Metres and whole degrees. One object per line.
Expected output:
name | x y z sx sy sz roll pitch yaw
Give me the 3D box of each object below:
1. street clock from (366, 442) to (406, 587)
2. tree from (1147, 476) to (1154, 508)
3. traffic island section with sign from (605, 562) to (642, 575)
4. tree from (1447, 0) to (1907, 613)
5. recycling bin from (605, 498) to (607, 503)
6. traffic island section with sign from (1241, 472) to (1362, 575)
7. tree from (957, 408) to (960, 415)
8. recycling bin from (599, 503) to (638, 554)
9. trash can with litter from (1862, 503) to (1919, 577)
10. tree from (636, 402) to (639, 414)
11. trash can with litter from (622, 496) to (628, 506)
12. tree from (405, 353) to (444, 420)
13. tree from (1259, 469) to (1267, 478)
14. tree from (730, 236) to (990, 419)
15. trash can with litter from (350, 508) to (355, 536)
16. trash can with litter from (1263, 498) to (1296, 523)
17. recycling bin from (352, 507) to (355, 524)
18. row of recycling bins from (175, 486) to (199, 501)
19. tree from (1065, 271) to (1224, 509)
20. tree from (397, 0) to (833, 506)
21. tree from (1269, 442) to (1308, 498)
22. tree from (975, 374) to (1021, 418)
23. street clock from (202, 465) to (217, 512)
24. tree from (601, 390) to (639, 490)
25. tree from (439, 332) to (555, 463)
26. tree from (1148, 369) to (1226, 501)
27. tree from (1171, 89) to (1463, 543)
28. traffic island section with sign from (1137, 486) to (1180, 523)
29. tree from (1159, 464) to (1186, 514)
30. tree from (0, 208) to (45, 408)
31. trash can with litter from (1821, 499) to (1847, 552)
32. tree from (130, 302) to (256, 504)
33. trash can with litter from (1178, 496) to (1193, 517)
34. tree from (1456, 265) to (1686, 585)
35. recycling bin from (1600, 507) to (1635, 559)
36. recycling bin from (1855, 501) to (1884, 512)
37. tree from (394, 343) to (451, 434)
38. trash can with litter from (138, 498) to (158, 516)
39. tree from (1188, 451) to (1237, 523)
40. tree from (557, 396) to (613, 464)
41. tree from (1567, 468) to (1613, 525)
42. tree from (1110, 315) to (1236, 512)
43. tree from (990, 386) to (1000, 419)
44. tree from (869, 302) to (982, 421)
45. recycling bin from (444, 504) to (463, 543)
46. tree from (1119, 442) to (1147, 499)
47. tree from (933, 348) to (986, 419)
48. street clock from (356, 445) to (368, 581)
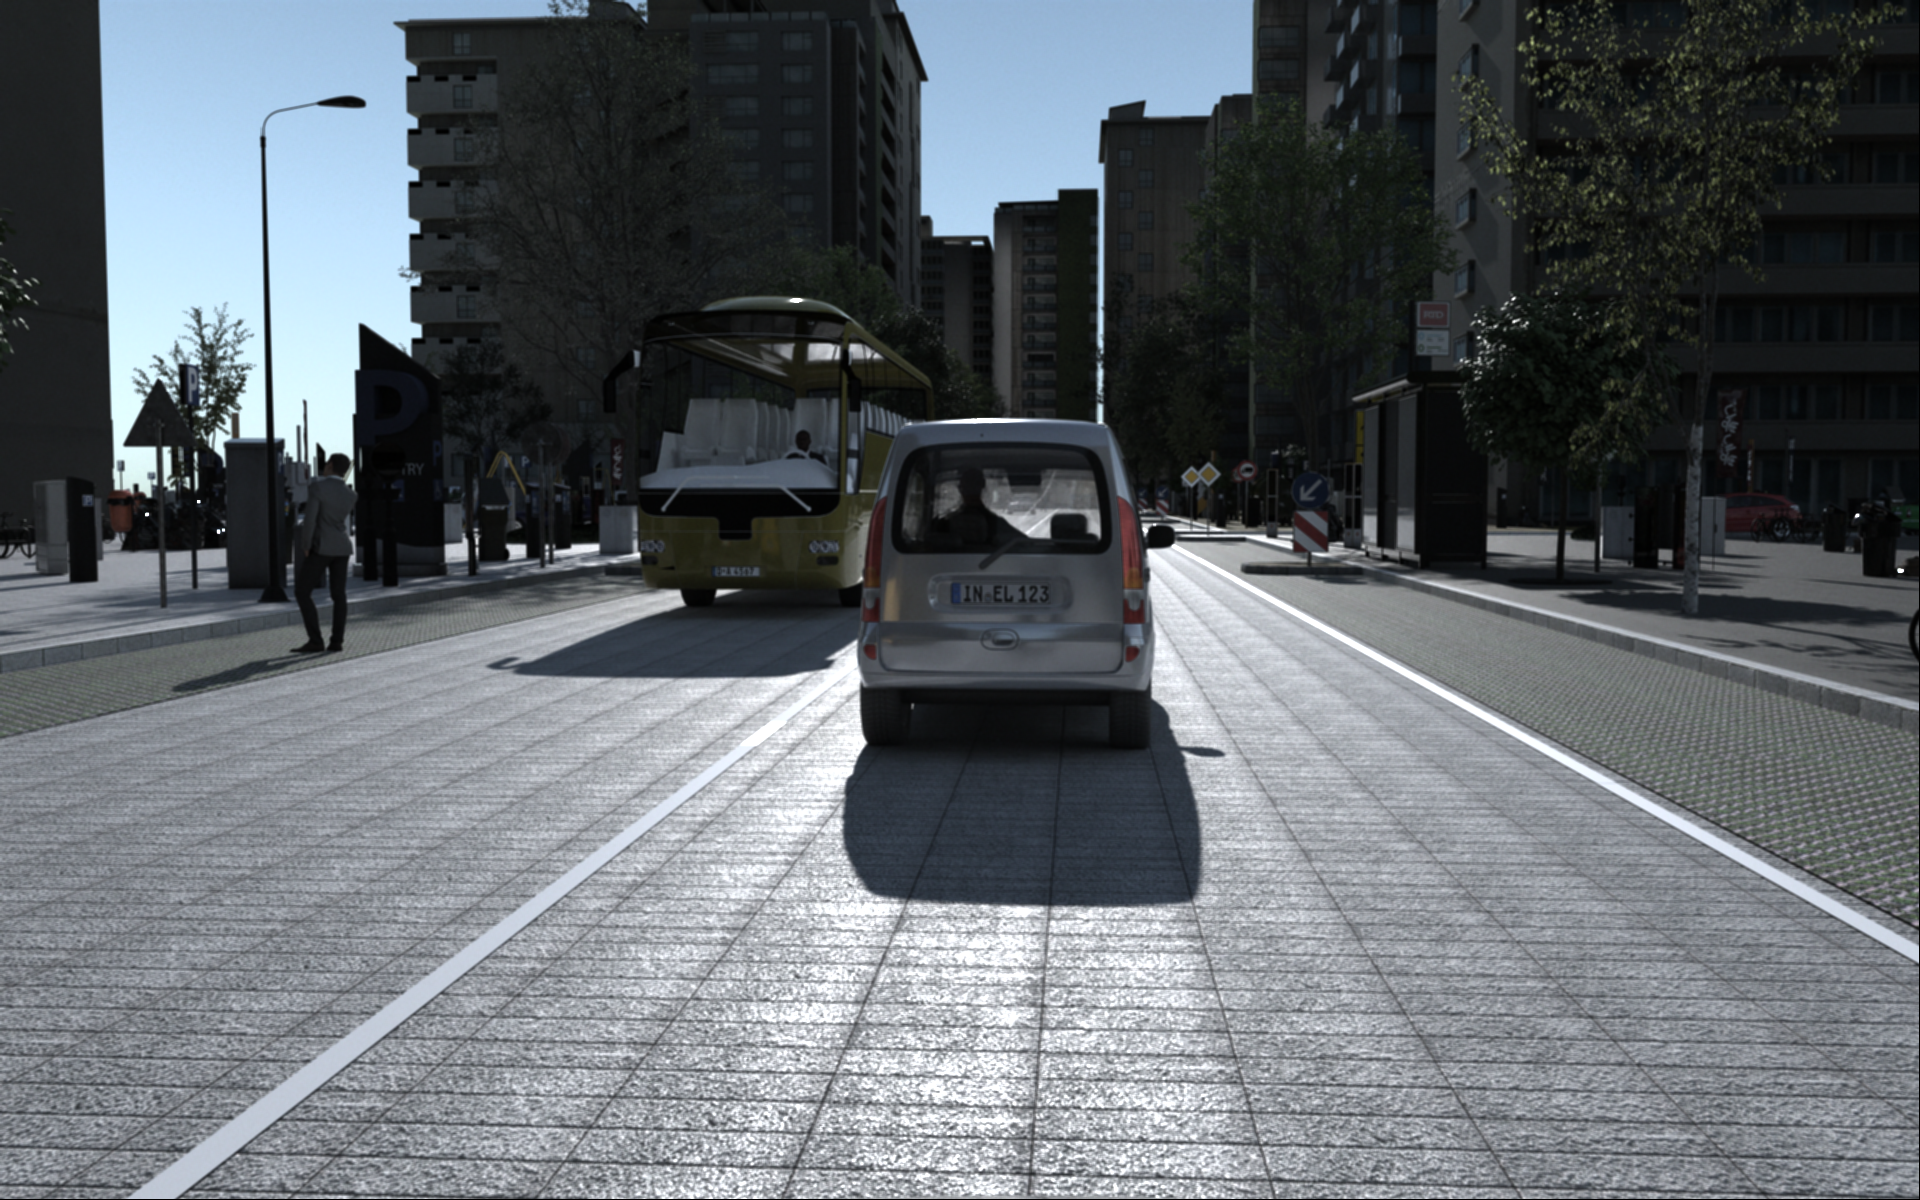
street clock | -7.928 -1.191 24.046 0.471 2.002 0.358 -2 4 -24
tree | 18.377 -10.460 165.625 1.663 3.219 1.824 0 3 0
traffic island section with sign | -5.164 -1.380 31.187 1.989 1.847 2.006 0 4 4
tree | 7.731 -4.175 18.619 4.360 8.622 3.978 0 3 0
recycling bin | -23.106 -6.020 110.975 0.722 1.027 0.722 2 4 31
traffic island section with sign | 6.137 -1.391 31.371 1.989 1.847 2.006 0 4 4
tree | 3.375 -16.058 196.961 8.767 10.594 7.601 0 4 -3
recycling bin | -7.372 -1.520 37.403 0.722 1.027 0.722 0 4 -1
trash can with litter | 14.556 -0.957 27.030 1.055 1.170 0.624 0 4 -2
tree | -15.673 -8.799 94.220 4.360 8.622 3.978 0 3 0
trash can with litter | -15.522 -4.200 79.733 2.233 1.210 1.678 2 4 30
tree | -28.439 -8.498 89.305 4.360 8.622 3.978 0 3 0
tree | 23.087 -8.305 130.392 1.663 3.219 1.824 0 3 0
tree | -5.760 -8.741 68.665 9.928 11.665 9.643 0 3 0
trash can with litter | -18.592 -2.536 52.849 0.624 1.170 1.055 3 5 44
trash can with litter | 14.376 -4.058 77.408 2.233 1.210 1.678 1 4 19
recycling bin | -26.204 -3.795 74.602 0.722 1.027 0.722 2 4 28
row of recycling bins | -38.009 -4.953 88.093 3.534 1.692 1.069 -1 4 -14
tree | 15.737 -17.865 147.974 12.611 20.169 13.585 0 3 0
tree | -8.125 -8.047 41.945 12.009 13.543 11.850 0 3 0
tree | 21.241 -7.729 110.087 4.285 4.588 4.351 0 3 0
tree | 1.740 -16.263 176.262 12.009 13.543 11.850 0 3 0
street clock | -18.913 -2.391 43.670 0.358 2.002 0.471 -3 4 -38
tree | -21.390 -10.091 115.355 4.737 8.622 4.395 0 3 0
tree | -26.919 -10.071 99.065 8.767 10.594 7.601 1 4 9
tree | 13.439 -9.259 101.743 4.737 8.622 4.395 0 3 0
tree | 9.204 -7.327 45.558 9.928 11.665 9.643 0 3 0
traffic island section with sign | 9.881 -4.720 85.802 1.989 1.847 2.006 0 4 4
tree | 14.058 -7.068 110.163 1.663 3.219 1.824 0 3 0
tree | -9.379 -1.877 14.396 4.285 4.588 4.351 0 3 0
trash can with litter | 19.675 -1.653 38.414 1.055 1.170 0.624 2 4 29
tree | -28.861 -7.070 65.951 4.737 8.622 4.395 0 3 0
trash can with litter | 12.808 -5.269 97.535 1.055 1.170 0.624 2 4 28
tree | 8.678 -2.521 24.934 4.285 4.588 4.351 0 3 0
recycling bin | 13.188 -1.353 34.678 0.722 1.027 0.722 1 4 9
recycling bin | 33.062 -3.085 62.987 0.722 1.027 0.722 -2 4 -33
tree | -26.546 -8.161 83.793 4.737 8.622 4.395 0 3 0
trash can with litter | -25.618 -2.663 54.932 0.624 1.170 1.055 -1 4 -10
tree | 11.407 -5.064 77.402 1.663 3.219 1.824 0 3 0
tree | -28.027 -10.922 128.944 4.360 8.622 3.978 0 3 0
tree | 23.309 -4.222 63.631 1.663 3.219 1.824 0 3 0
tree | 15.076 -13.213 122.680 9.857 13.997 8.962 0 3 0
tree | 0.034 -13.306 143.304 9.928 11.665 9.643 0 3 0
tree | -3.262 -11.433 103.933 9.611 12.733 9.660 0 3 0
recycling bin | -13.572 -2.025 45.662 0.722 1.027 0.722 -2 4 -33
tree | 18.825 -14.274 183.747 4.737 8.622 4.395 0 3 0
tree | -1.077 -13.222 134.310 7.486 12.596 7.792 0 3 0
street clock | -8.738 -1.287 25.615 0.358 2.002 0.471 -2 4 -24
